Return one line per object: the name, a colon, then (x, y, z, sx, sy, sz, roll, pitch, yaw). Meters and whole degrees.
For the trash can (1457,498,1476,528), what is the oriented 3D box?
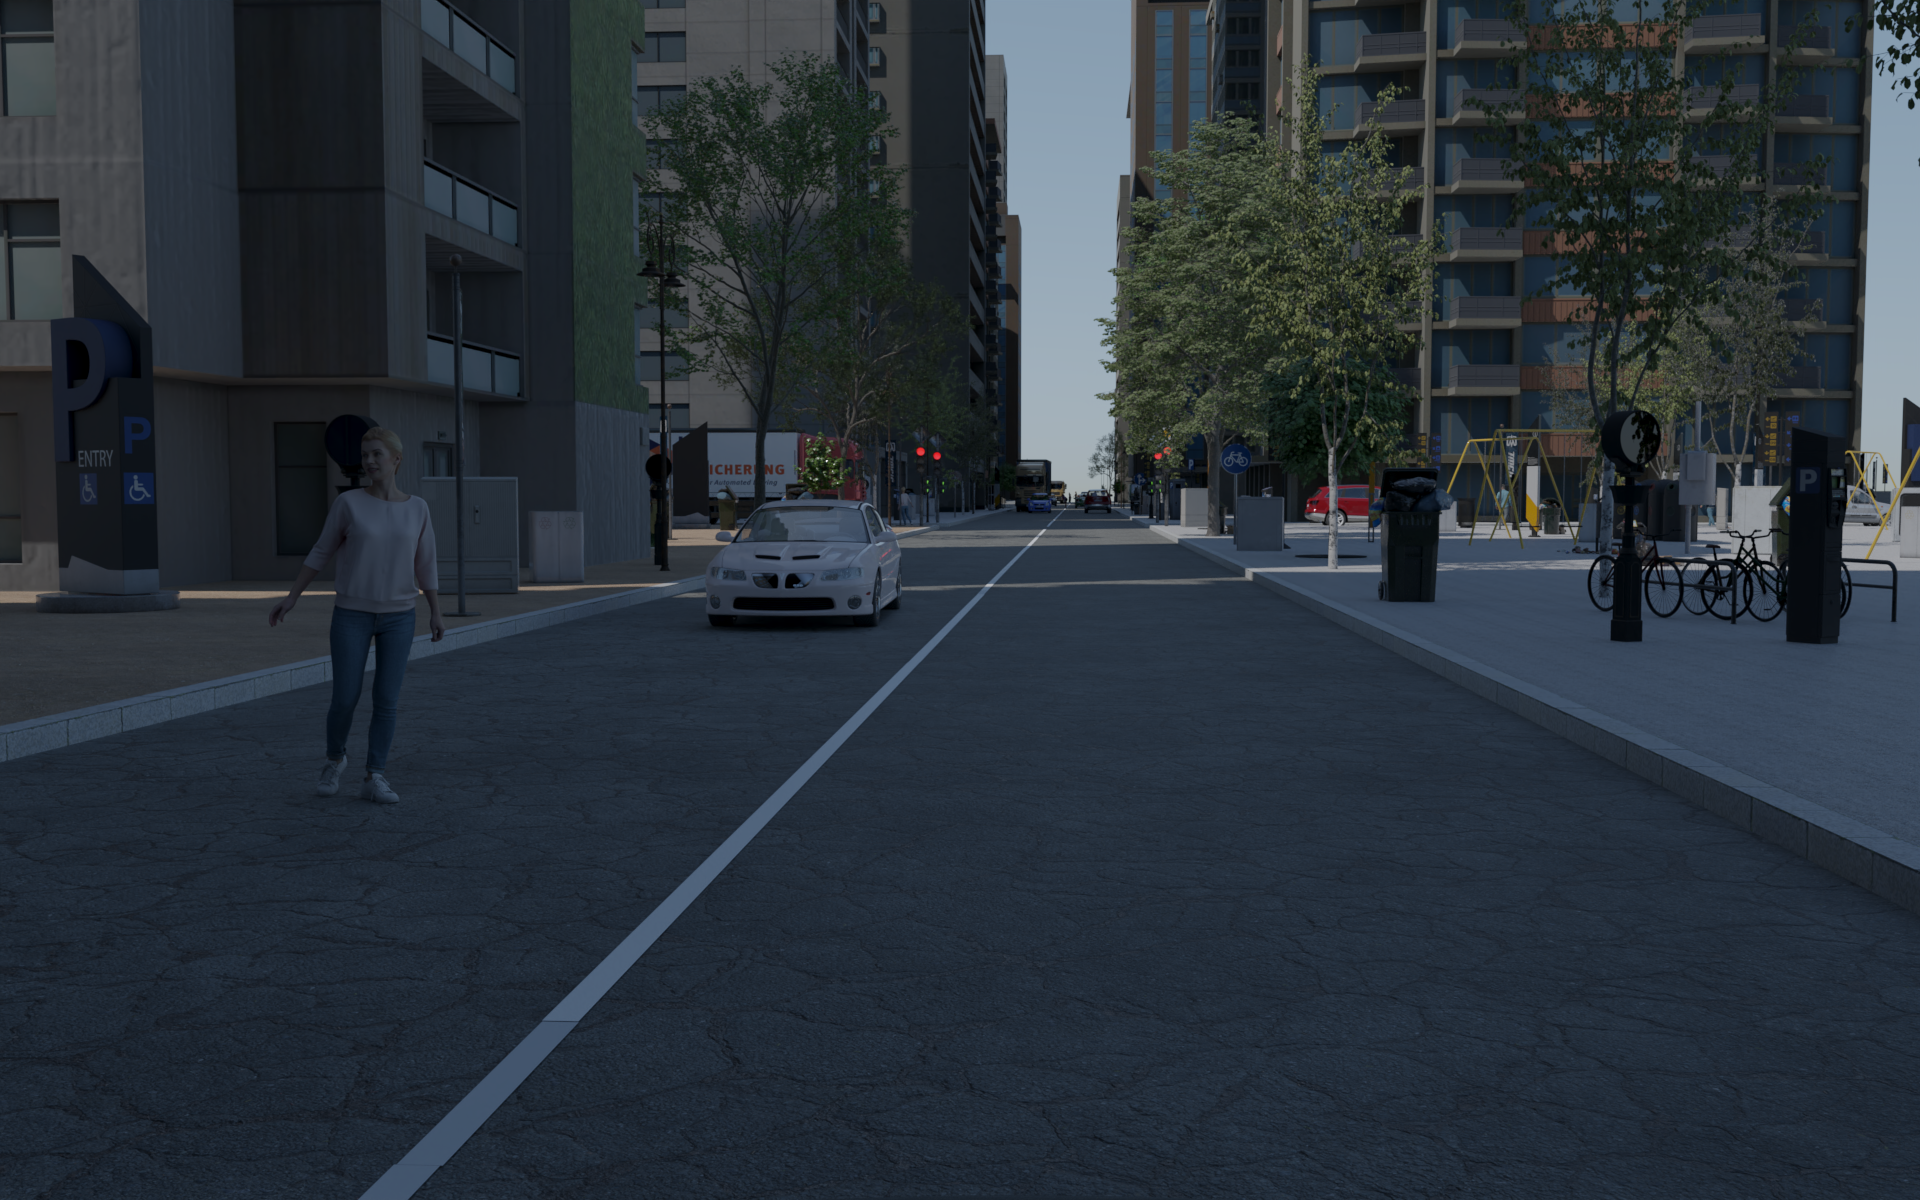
trash can: (19.207, -3.304, 65.679, 0.748, 1.137, 0.748, 0, 3, 0)

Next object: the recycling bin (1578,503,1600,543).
recycling bin: (16.888, -2.055, 46.147, 0.722, 1.027, 0.722, 2, 4, 24)

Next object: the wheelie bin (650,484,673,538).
wheelie bin: (-8.663, -2.566, 49.865, 0.693, 1.594, 0.980, 1, 4, 22)

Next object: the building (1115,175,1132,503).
building: (33.287, -38.217, 248.556, 21.300, 48.544, 21.600, 0, 4, 4)

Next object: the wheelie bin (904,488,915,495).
wheelie bin: (-2.868, -5.396, 96.125, 0.980, 1.594, 0.693, 2, 4, 30)

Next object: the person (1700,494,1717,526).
person: (31.344, -3.883, 72.335, 0.721, 1.781, 0.623, 3, 4, 36)

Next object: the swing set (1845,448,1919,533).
swing set: (33.270, -4.048, 63.798, 3.119, 2.851, 2.862, -3, 5, -43)

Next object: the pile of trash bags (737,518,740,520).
pile of trash bags: (-12.482, -4.619, 85.275, 3.447, 1.369, 1.912, 1, 4, 9)

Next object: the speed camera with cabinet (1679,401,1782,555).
speed camera with cabinet: (16.440, -2.601, 36.858, 2.038, 3.252, 0.660, 2, 4, 29)

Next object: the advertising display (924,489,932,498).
advertising display: (-2.113, -6.683, 114.487, 0.123, 1.923, 0.974, 2, 4, 28)

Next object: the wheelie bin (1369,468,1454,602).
wheelie bin: (5.413, -0.784, 20.731, 0.980, 1.594, 0.693, 0, 4, 4)

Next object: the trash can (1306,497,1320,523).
trash can: (15.616, -3.948, 76.195, 0.748, 1.137, 0.748, 0, 3, 0)

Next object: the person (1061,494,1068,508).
person: (10.481, -9.896, 173.530, 0.697, 1.427, 0.421, -1, 4, -21)

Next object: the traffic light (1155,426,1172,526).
traffic light: (8.205, -4.890, 68.876, 0.839, 4.253, 0.868, 0, 4, 4)

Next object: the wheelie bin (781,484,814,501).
wheelie bin: (-4.890, -2.702, 52.093, 0.980, 1.594, 0.693, 0, 4, -2)

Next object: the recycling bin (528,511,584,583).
recycling bin: (-5.894, -0.778, 25.272, 0.722, 1.027, 0.722, -1, 4, -19)

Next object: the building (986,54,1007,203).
building: (-0.351, -51.959, 287.773, 20.563, 71.187, 20.611, 0, 4, 4)

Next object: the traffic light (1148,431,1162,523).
traffic light: (8.756, -5.377, 76.843, 0.839, 4.253, 0.868, 0, 4, 4)

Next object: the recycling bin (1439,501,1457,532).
recycling bin: (16.551, -2.859, 59.297, 0.722, 1.027, 0.722, 0, 4, 1)

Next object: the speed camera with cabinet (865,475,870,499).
speed camera with cabinet: (-5.292, -5.367, 82.090, 2.038, 3.252, 0.660, -2, 4, -25)

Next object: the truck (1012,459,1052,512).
truck: (6.005, -9.347, 141.733, 2.839, 4.237, 11.283, 0, 4, 6)

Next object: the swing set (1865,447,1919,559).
swing set: (18.779, -2.093, 31.839, 3.119, 2.851, 2.862, -2, 4, -32)

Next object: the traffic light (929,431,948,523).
traffic light: (-0.984, -5.418, 77.497, 0.839, 4.253, 0.868, 0, 4, 4)

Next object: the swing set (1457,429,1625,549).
swing set: (14.220, -2.715, 42.005, 3.119, 2.851, 2.862, -1, 4, -9)

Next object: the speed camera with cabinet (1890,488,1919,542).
speed camera with cabinet: (26.018, -3.168, 46.132, 2.038, 3.252, 0.660, 1, 4, 22)

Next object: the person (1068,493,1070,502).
person: (18.994, -17.783, 300.046, 0.445, 1.727, 0.742, 0, 4, 3)

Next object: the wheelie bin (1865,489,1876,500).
wheelie bin: (57.769, -6.250, 110.092, 0.693, 1.594, 0.980, 1, 4, 9)

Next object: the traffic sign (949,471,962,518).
traffic sign: (-0.278, -5.783, 94.661, 0.768, 2.556, 0.104, 0, 4, 5)

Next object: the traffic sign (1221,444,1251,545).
traffic sign: (6.984, -2.679, 43.907, 0.768, 2.556, 0.104, 0, 4, 8)

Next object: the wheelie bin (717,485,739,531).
wheelie bin: (-8.180, -3.246, 60.983, 0.693, 1.594, 0.980, 0, 4, 2)

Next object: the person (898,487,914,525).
person: (-2.262, -4.014, 74.809, 0.598, 1.740, 0.731, 3, 5, 41)

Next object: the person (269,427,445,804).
person: (-2.856, 0.065, 8.109, 0.731, 1.740, 0.598, -3, 4, -38)

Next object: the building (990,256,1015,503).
building: (-7.112, -34.183, 250.769, 32.217, 40.220, 23.993, 0, 4, 4)

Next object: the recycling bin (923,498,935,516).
recycling bin: (-1.907, -5.385, 100.595, 0.722, 1.027, 0.722, -1, 4, -18)

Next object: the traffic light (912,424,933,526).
traffic light: (-1.534, -4.930, 69.531, 0.839, 4.253, 0.868, 0, 4, 4)

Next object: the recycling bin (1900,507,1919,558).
recycling bin: (19.407, -1.358, 34.765, 0.722, 1.027, 0.722, -2, 4, -34)

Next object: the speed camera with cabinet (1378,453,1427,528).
speed camera with cabinet: (16.910, -4.362, 65.659, 2.038, 3.252, 0.660, 3, 5, 43)

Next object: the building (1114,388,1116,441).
building: (38.605, -26.280, 274.708, 27.650, 21.520, 28.899, 0, 4, 4)

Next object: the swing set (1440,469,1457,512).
swing set: (15.166, -3.127, 48.746, 2.862, 2.851, 3.119, -1, 4, -19)

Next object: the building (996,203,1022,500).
building: (2.425, -37.893, 269.663, 14.600, 45.320, 14.200, 0, 4, 4)

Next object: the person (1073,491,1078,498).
person: (15.894, -14.045, 238.151, 0.705, 1.822, 1.348, -2, 4, -23)

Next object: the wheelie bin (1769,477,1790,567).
wheelie bin: (14.792, -1.399, 30.783, 0.693, 1.594, 0.980, 1, 4, 14)

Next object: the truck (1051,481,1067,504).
truck: (13.863, -15.622, 251.341, 3.469, 3.379, 9.791, 0, 4, 5)

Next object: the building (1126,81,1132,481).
building: (34.796, -37.978, 210.174, 28.713, 52.752, 27.495, 0, 4, 4)

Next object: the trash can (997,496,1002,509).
trash can: (3.338, -8.482, 150.330, 0.748, 1.137, 0.748, 0, 3, 0)

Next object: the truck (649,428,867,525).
truck: (-9.039, -5.223, 74.311, 11.283, 4.237, 2.839, 0, 4, 3)

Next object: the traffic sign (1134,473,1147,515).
traffic sign: (10.830, -6.358, 104.058, 0.768, 2.556, 0.104, 0, 4, 4)

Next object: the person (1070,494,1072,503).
person: (17.237, -15.740, 269.070, 0.599, 1.433, 0.991, -1, 4, -10)

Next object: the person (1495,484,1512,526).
person: (22.868, -3.953, 72.999, 0.638, 1.841, 0.748, 3, 5, 39)

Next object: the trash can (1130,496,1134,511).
trash can: (13.297, -7.362, 132.018, 0.748, 1.137, 0.748, 0, 3, 0)

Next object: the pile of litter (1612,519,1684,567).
pile of litter: (12.351, -1.062, 31.329, 1.176, 0.858, 1.719, 0, 4, -6)

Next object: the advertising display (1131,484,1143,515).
advertising display: (10.961, -6.249, 107.384, 0.123, 1.923, 0.974, -3, 4, -37)
